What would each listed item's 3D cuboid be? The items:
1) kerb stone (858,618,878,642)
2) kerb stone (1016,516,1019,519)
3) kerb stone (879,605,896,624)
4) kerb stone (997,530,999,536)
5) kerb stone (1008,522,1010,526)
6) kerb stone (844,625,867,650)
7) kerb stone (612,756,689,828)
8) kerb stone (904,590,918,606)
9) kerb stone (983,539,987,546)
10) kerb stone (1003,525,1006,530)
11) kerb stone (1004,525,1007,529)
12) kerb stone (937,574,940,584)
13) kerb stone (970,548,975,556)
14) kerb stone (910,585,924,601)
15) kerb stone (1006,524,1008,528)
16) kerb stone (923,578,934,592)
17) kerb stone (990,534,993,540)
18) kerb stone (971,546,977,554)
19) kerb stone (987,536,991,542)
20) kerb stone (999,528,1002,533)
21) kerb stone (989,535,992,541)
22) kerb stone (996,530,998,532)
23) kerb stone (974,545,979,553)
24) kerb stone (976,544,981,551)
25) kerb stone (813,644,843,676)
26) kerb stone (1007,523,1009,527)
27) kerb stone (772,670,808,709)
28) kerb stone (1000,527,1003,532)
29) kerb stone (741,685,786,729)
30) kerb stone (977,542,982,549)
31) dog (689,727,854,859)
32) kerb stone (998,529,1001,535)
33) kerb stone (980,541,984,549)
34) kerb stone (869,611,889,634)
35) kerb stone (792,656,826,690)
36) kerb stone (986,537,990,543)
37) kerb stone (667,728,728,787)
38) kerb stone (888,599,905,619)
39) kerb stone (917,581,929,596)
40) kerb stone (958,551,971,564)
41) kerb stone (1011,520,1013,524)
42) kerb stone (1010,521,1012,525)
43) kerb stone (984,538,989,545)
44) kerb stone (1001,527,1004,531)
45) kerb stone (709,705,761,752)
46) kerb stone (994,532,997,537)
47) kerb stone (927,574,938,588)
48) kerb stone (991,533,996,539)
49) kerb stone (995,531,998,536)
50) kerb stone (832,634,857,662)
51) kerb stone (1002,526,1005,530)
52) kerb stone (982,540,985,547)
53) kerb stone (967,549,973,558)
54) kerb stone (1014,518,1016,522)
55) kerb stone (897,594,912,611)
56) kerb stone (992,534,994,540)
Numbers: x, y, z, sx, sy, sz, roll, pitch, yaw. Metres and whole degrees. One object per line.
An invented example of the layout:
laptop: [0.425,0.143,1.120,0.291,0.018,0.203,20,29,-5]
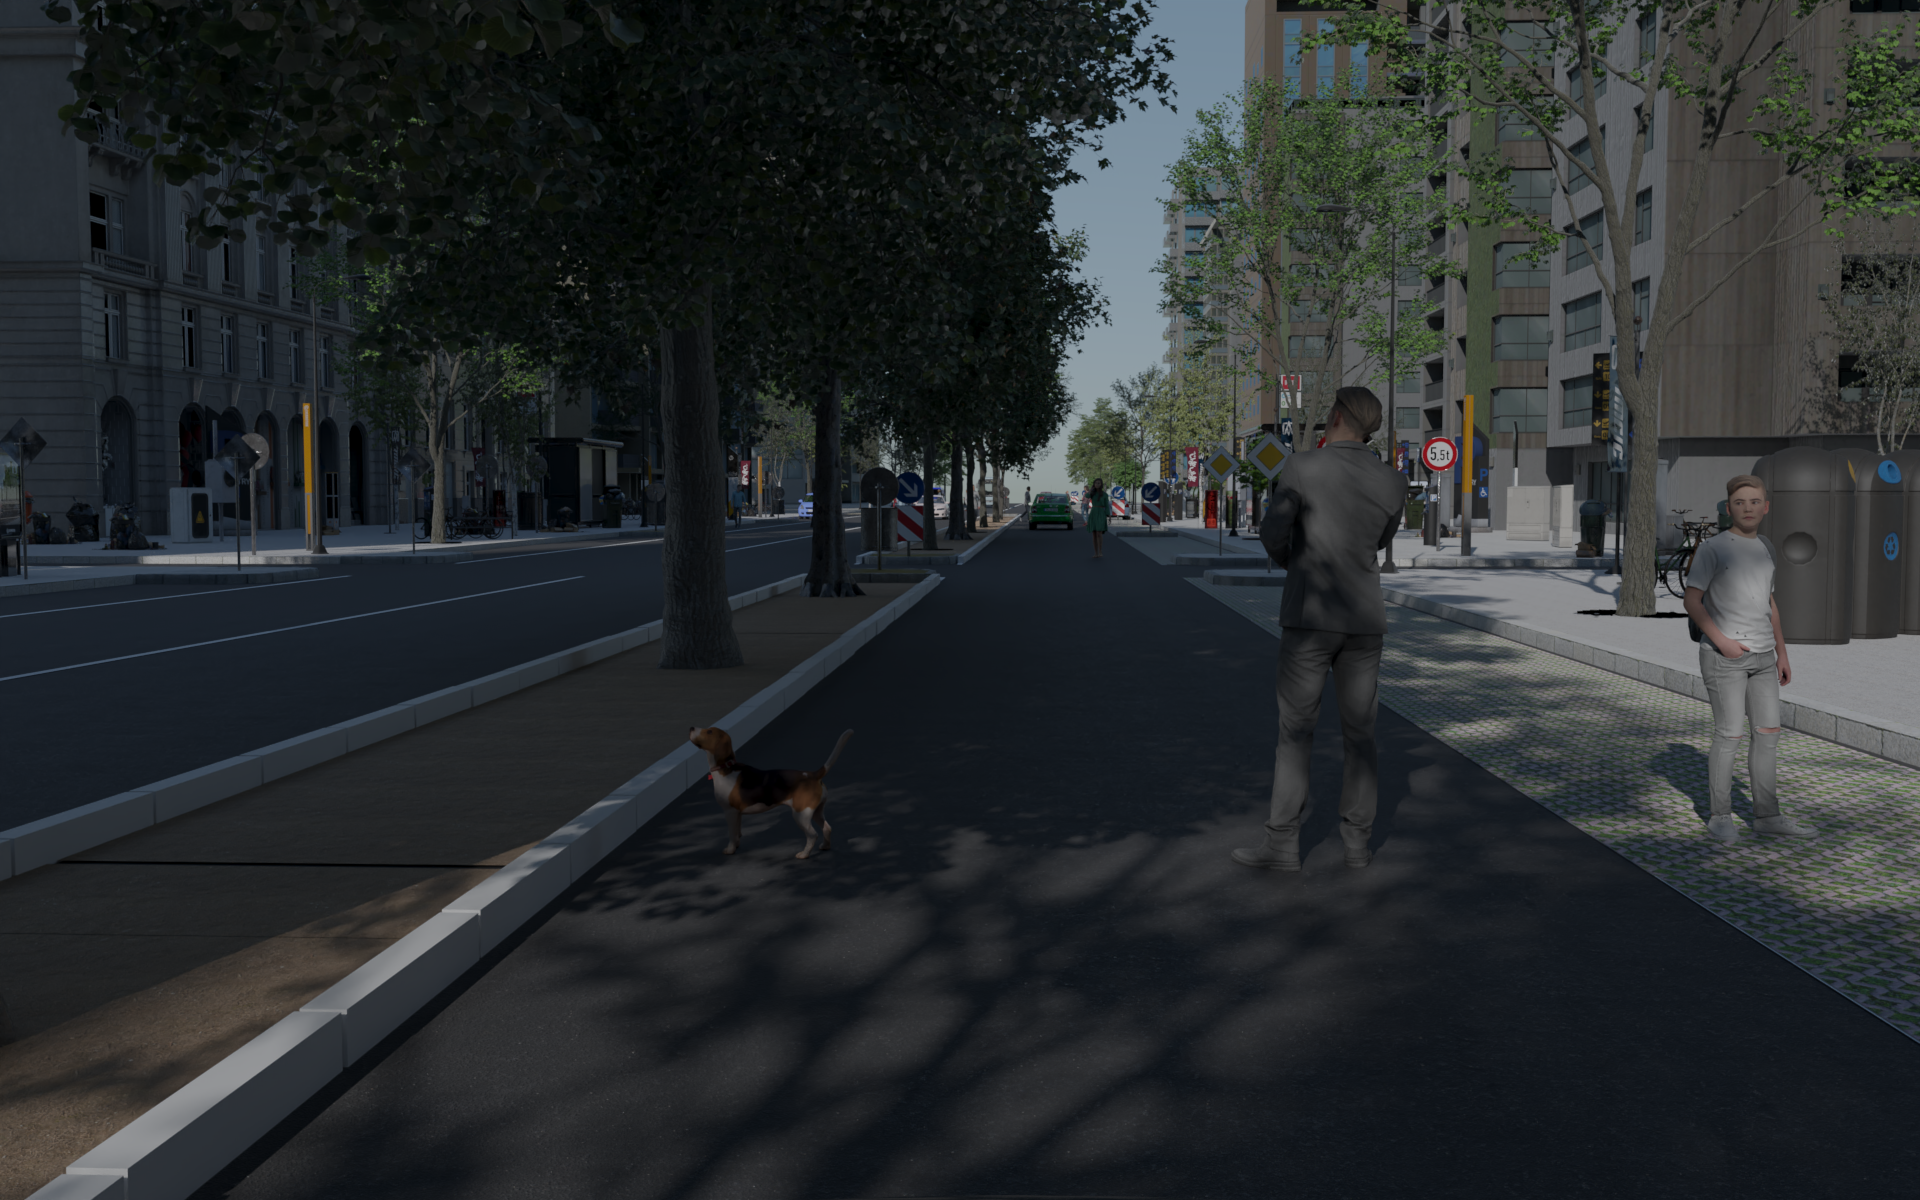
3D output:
kerb stone: [-0.940,0.311,17.113,0.120,0.150,1.000,0,4,3]
kerb stone: [2.891,-4.231,91.369,0.120,0.150,1.000,0,4,3]
kerb stone: [-0.835,0.187,19.155,0.120,0.150,1.000,0,4,3]
kerb stone: [1.152,-2.158,57.602,0.120,0.150,1.000,0,4,3]
kerb stone: [1.943,-3.100,72.959,0.120,0.150,1.000,0,4,3]
kerb stone: [-0.997,0.373,16.092,0.120,0.150,1.000,0,4,3]
kerb stone: [-1.413,0.875,7.892,0.120,0.150,1.000,0,4,3]
kerb stone: [-0.667,0.001,22.223,0.120,0.150,1.000,0,4,3]
kerb stone: [0.568,-1.478,46.358,0.120,0.150,1.000,0,4,3]
kerb stone: [1.576,-2.665,65.811,0.120,0.150,1.000,0,4,3]
kerb stone: [1.632,-2.730,66.831,0.120,0.150,1.000,0,4,3]
kerb stone: [-0.406,-0.315,27.342,0.120,0.150,1.000,0,4,3]
kerb stone: [0.210,-1.034,39.173,0.120,0.150,1.000,0,4,3]
kerb stone: [-0.613,-0.065,23.252,0.120,0.150,1.000,0,4,3]
kerb stone: [1.728,-2.855,68.877,0.120,0.150,1.000,0,4,3]
kerb stone: [-0.513,-0.182,25.301,0.120,0.150,1.000,0,4,3]
kerb stone: [0.836,-1.791,51.472,0.120,0.150,1.000,0,4,3]
kerb stone: [0.256,-1.101,40.202,0.120,0.150,1.000,0,4,3]
kerb stone: [0.733,-1.666,49.429,0.120,0.150,1.000,0,4,3]
kerb stone: [1.315,-2.354,60.680,0.120,0.150,1.000,0,4,3]
kerb stone: [0.778,-1.728,50.451,0.120,0.150,1.000,0,4,3]
kerb stone: [1.096,-2.103,56.577,0.120,0.150,1.000,0,4,3]
kerb stone: [0.310,-1.164,41.224,0.120,0.150,1.000,0,4,3]
kerb stone: [0.365,-1.223,42.259,0.120,0.150,1.000,0,4,3]
kerb stone: [-1.090,0.498,14.049,0.120,0.150,1.000,0,4,3]
kerb stone: [1.836,-2.980,70.918,0.120,0.150,1.000,0,4,3]
kerb stone: [-1.196,0.628,11.989,0.120,0.150,1.000,0,4,3]
kerb stone: [1.363,-2.417,61.713,0.120,0.150,1.000,0,4,3]
kerb stone: [-1.251,0.687,10.961,0.120,0.150,1.000,0,4,3]
kerb stone: [0.419,-1.290,43.283,0.120,0.150,1.000,0,4,3]
dog: [-0.754,0.758,6.890,0.540,0.507,0.406,-2,4,-33]
kerb stone: [1.214,-2.225,58.635,0.120,0.150,1.000,0,4,3]
kerb stone: [0.469,-1.352,44.303,0.120,0.150,1.000,0,4,3]
kerb stone: [-0.877,0.248,18.133,0.120,0.150,1.000,0,4,3]
kerb stone: [-1.148,0.561,13.020,0.120,0.150,1.000,0,4,3]
kerb stone: [0.682,-1.599,48.409,0.120,0.150,1.000,0,4,3]
kerb stone: [-1.358,0.815,8.913,0.120,0.150,1.000,0,4,3]
kerb stone: [-0.773,0.123,20.181,0.120,0.150,1.000,0,4,3]
kerb stone: [-0.570,-0.127,24.274,0.120,0.150,1.000,0,4,3]
kerb stone: [0.098,-0.910,37.115,0.120,0.150,1.000,0,4,3]
kerb stone: [2.201,-3.418,78.072,0.120,0.150,1.000,0,4,3]
kerb stone: [2.099,-3.292,76.027,0.120,0.150,1.000,0,4,3]
kerb stone: [0.635,-1.536,47.378,0.120,0.150,1.000,0,4,3]
kerb stone: [1.420,-2.473,62.734,0.120,0.150,1.000,0,4,3]
kerb stone: [-1.299,0.750,9.934,0.120,0.150,1.000,0,4,3]
kerb stone: [0.997,-1.978,54.535,0.120,0.150,1.000,0,4,3]
kerb stone: [-0.462,-0.252,26.321,0.120,0.150,1.000,0,4,3]
kerb stone: [0.944,-1.915,53.513,0.120,0.150,1.000,0,4,3]
kerb stone: [1.049,-2.037,55.556,0.120,0.150,1.000,0,4,3]
kerb stone: [-1.034,0.438,15.070,0.120,0.150,1.000,0,4,3]
kerb stone: [1.475,-2.540,63.770,0.120,0.150,1.000,0,4,3]
kerb stone: [0.521,-1.415,45.330,0.120,0.150,1.000,0,4,3]
kerb stone: [0.156,-0.975,38.140,0.120,0.150,1.000,0,4,3]
kerb stone: [2.518,-3.793,84.204,0.120,0.150,1.000,0,4,3]
kerb stone: [-0.722,0.061,21.202,0.120,0.150,1.000,0,4,3]
kerb stone: [0.890,-1.849,52.493,0.120,0.150,1.000,0,4,3]
